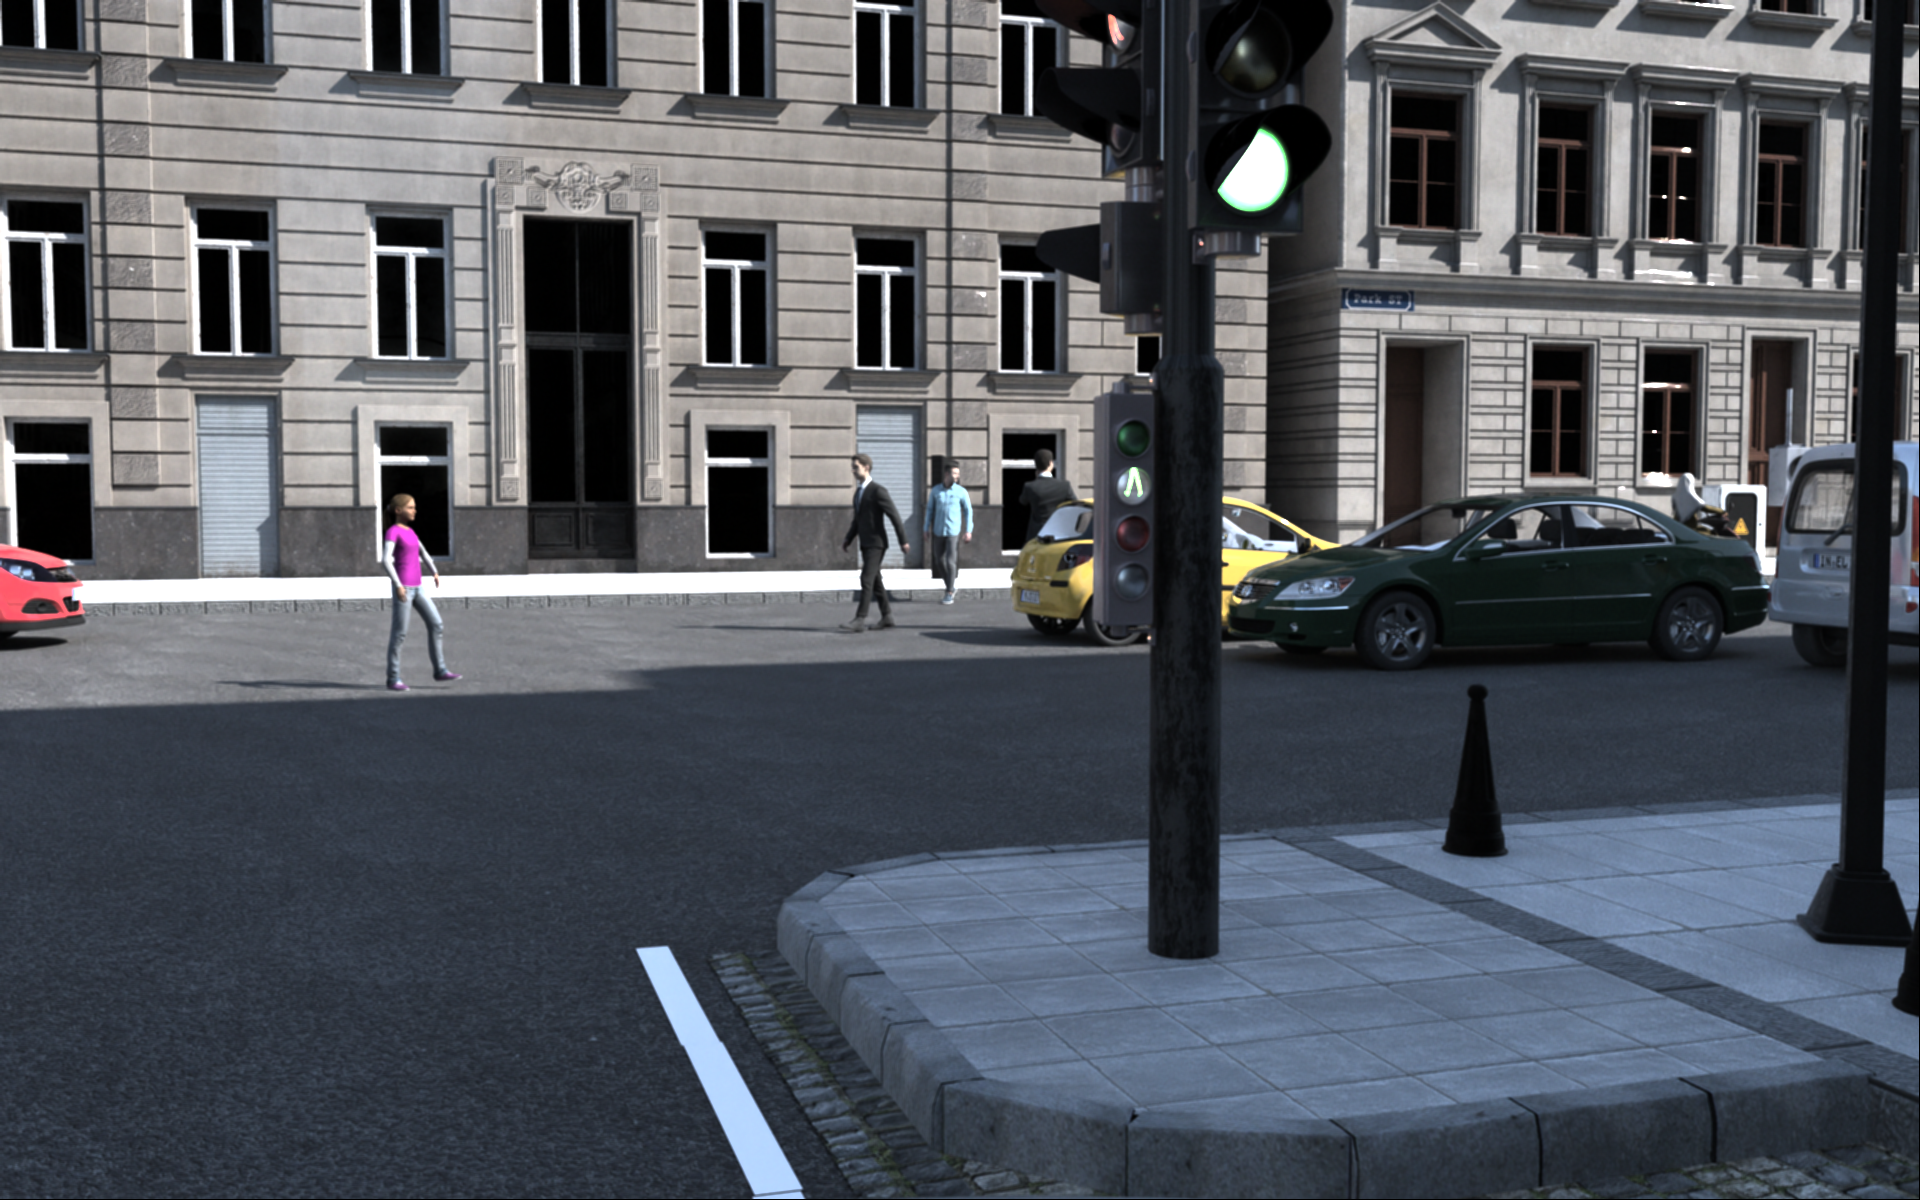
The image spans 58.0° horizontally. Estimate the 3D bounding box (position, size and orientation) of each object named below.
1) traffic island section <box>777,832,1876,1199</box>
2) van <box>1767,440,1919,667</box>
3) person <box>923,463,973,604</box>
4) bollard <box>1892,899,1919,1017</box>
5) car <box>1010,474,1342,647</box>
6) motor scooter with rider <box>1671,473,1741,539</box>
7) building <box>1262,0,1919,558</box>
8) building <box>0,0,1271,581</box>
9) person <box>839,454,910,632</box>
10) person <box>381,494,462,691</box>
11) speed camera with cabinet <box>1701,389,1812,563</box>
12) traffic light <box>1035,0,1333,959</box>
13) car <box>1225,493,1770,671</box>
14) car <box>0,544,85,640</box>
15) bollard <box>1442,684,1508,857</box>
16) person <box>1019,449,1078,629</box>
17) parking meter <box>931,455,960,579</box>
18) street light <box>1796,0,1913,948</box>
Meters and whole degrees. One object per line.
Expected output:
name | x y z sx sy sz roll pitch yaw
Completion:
traffic island section | 0.637 1.063 4.895 2.009 0.180 2.903 -1 4 -17
van | 8.748 -0.437 14.158 4.112 2.044 2.013 -1 4 -18
person | -0.114 -0.888 22.886 0.638 1.841 0.748 2 4 25
bollard | 2.448 0.719 4.291 0.229 0.601 0.229 0 3 0
car | 2.522 -0.441 17.436 3.980 1.641 2.015 -1 4 -19
motor scooter with rider | 10.787 -0.989 25.128 1.986 1.779 0.876 -1 4 -19
building | 14.772 -12.388 38.704 21.152 22.565 11.583 -1 4 -17
building | -7.680 -14.367 32.166 25.104 27.353 12.463 -1 4 -17
person | -0.983 -0.598 18.056 0.755 1.850 0.659 -2 4 -33
person | -3.920 -0.060 12.710 0.776 1.435 0.726 1 4 11
speed camera with cabinet | 14.920 -2.321 32.283 2.038 3.252 0.660 -1 4 -10
traffic light | -1.376 -1.795 4.013 4.771 5.953 1.251 -1 4 -17
car | 4.703 -0.211 15.251 4.920 1.459 2.131 -1 4 -16
car | -10.547 -0.420 15.915 4.494 1.783 2.155 -1 4 -18
bollard | 1.851 0.601 6.210 0.229 0.601 0.229 0 3 0
person | 0.950 -0.639 18.312 0.648 1.900 0.474 -1 4 -17
parking meter | -0.219 -1.255 26.224 0.399 1.863 0.255 -3 5 -43
street light | 2.102 -1.968 4.719 1.470 5.913 1.316 -1 4 -17
